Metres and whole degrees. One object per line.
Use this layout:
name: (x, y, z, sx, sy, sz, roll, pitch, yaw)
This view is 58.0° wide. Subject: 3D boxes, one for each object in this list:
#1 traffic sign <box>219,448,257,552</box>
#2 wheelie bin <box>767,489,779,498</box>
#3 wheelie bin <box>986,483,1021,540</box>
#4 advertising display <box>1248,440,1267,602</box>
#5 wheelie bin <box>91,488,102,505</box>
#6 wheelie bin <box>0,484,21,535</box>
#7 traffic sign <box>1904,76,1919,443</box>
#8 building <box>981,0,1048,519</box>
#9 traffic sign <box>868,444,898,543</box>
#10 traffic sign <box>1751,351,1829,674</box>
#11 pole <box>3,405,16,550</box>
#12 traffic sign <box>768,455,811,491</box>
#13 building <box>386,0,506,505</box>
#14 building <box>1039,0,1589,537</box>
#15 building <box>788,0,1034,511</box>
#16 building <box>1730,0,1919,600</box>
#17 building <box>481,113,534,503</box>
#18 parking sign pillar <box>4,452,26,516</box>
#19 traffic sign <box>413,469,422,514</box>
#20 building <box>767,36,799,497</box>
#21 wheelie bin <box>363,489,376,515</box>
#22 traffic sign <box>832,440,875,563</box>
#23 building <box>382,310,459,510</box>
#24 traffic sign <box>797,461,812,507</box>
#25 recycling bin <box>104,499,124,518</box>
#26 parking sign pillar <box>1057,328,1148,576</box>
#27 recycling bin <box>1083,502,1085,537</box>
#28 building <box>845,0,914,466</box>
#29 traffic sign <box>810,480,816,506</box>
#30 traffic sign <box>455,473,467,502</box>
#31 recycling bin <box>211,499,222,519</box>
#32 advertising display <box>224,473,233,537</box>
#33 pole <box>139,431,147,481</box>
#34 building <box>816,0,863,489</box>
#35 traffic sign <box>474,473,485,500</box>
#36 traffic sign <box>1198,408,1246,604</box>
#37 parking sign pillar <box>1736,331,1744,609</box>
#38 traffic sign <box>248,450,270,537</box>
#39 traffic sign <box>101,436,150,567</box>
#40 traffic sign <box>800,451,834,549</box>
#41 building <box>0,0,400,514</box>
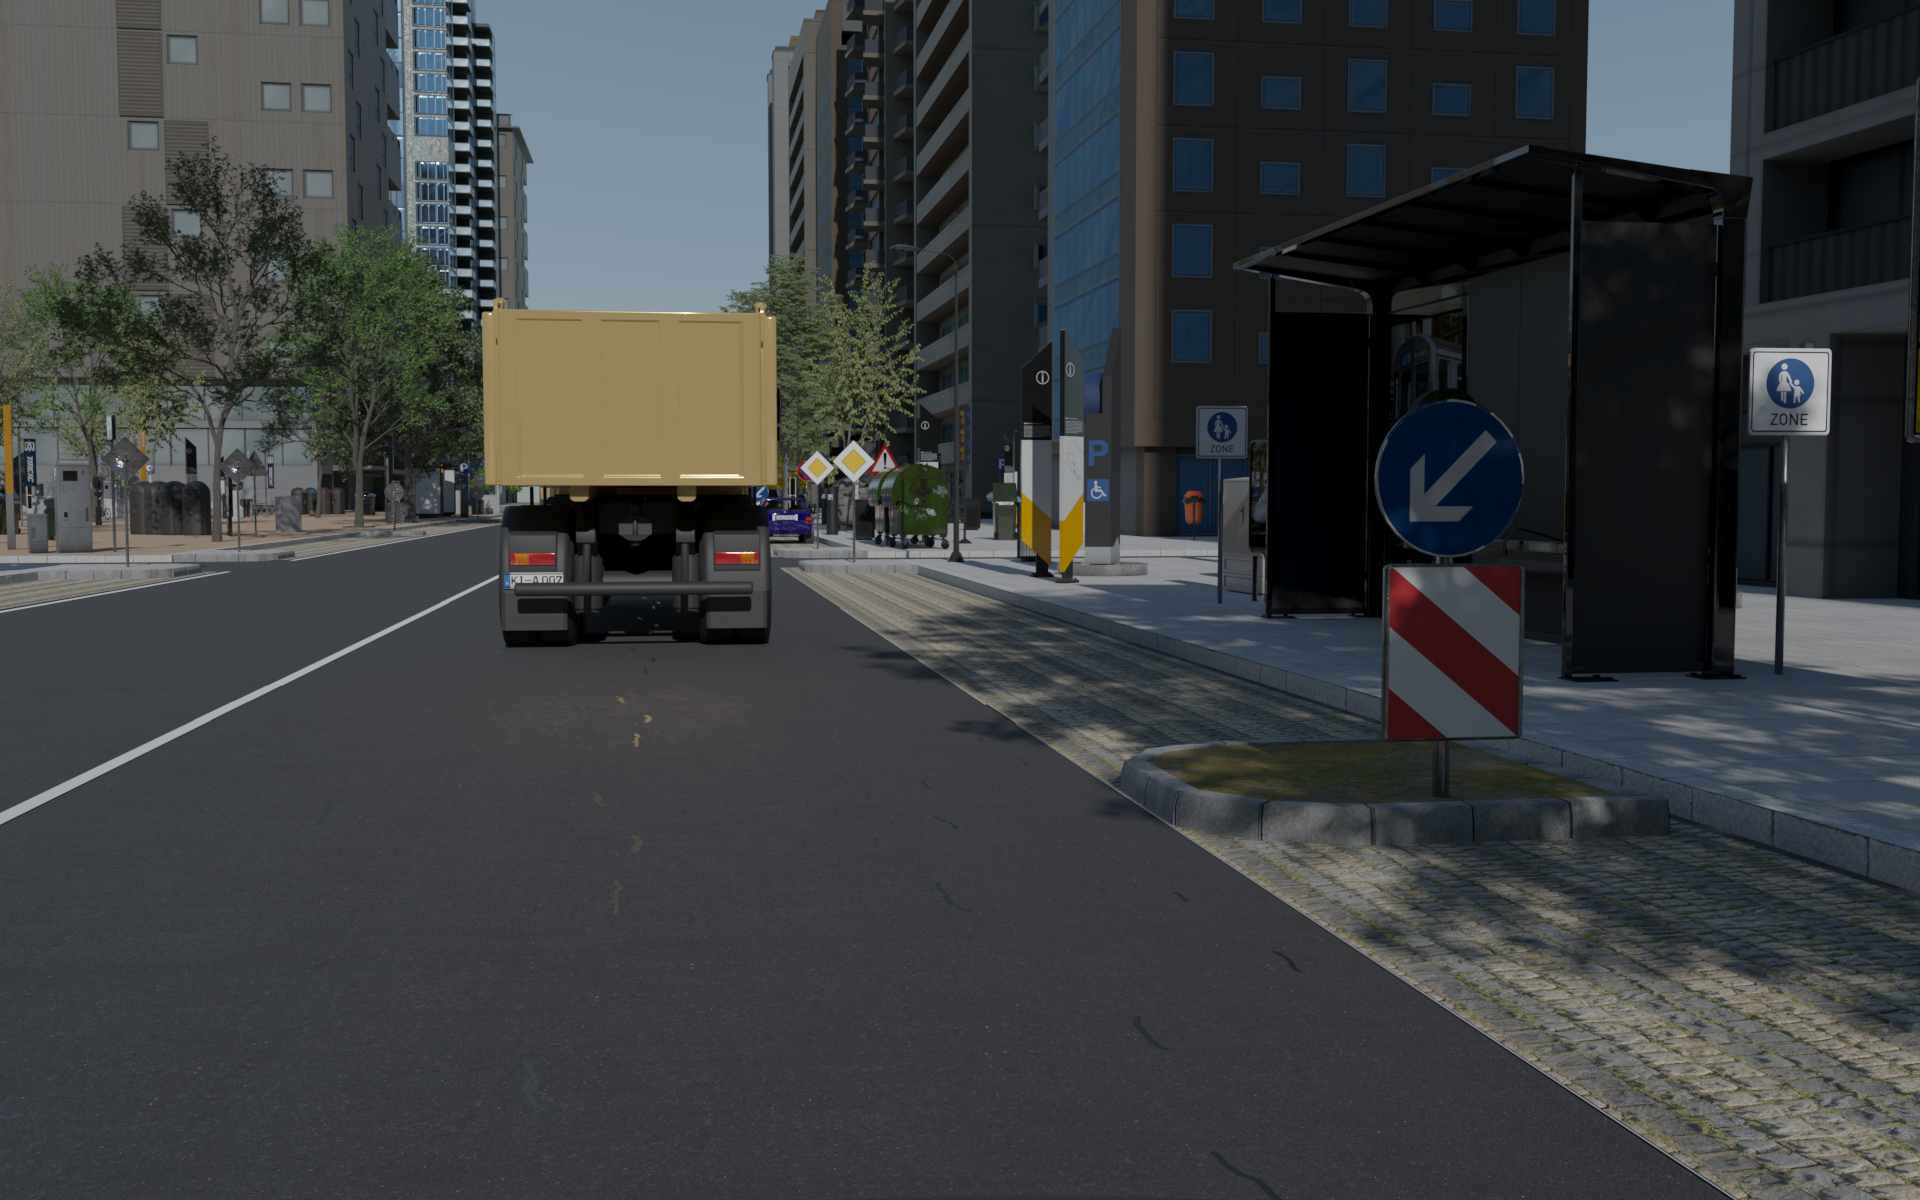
traffic sign: (-15.881, -2.108, 38.111, 0.795, 2.450, 0.064, -1, 4, -10)
wheelie bin: (-10.129, -5.163, 92.324, 0.980, 1.594, 0.693, -3, 4, -37)
wheelie bin: (1.210, -2.461, 48.142, 0.980, 1.594, 0.693, 0, 4, -6)
advertising display: (3.734, -0.924, 20.319, 0.123, 1.923, 0.974, -2, 4, -28)
wheelie bin: (-47.634, -5.331, 95.072, 0.693, 1.594, 0.980, 2, 4, 26)
wheelie bin: (-30.059, -2.852, 54.546, 0.693, 1.594, 0.980, 0, 4, -5)
traffic sign: (5.758, -0.899, 8.569, 2.265, 3.308, 0.079, 0, 4, -3)
building: (9.361, -29.118, 99.783, 21.300, 48.544, 21.600, -1, 4, -10)
traffic sign: (-1.958, -2.774, 45.353, 0.884, 2.594, 0.081, 0, 4, -2)
traffic sign: (5.826, -0.619, 12.255, 0.606, 2.300, 0.079, 0, 4, -7)
pole: (-21.819, -2.808, 39.754, 0.158, 3.312, 0.155, 0, 3, 0)
traffic sign: (-8.912, -5.911, 90.515, 2.265, 3.308, 0.079, 0, 4, -7)
building: (-67.375, -55.024, 212.309, 22.319, 86.520, 31.000, -1, 4, -10)
building: (11.018, -24.947, 57.986, 14.200, 45.320, 14.600, -1, 4, -10)
building: (-5.609, -33.580, 172.733, 21.300, 48.544, 21.600, -1, 4, -10)
building: (21.383, -35.332, 15.927, 20.563, 71.187, 20.611, -1, 4, -10)
building: (-74.745, -39.906, 241.705, 28.713, 52.752, 27.495, -1, 4, -10)
parking sign pillar: (-56.350, -7.040, 103.574, 1.447, 3.967, 1.447, -1, 4, -21)
traffic sign: (-27.322, -5.300, 86.766, 0.768, 2.556, 0.104, -1, 4, -9)
building: (-15.003, -42.169, 231.466, 21.231, 58.520, 28.212, -1, 4, -10)
wheelie bin: (-35.736, -5.916, 104.634, 0.980, 1.594, 0.693, 1, 4, 9)
traffic sign: (-1.983, -1.754, 32.326, 0.795, 2.450, 0.064, -1, 4, -10)
building: (-59.369, -18.637, 149.753, 27.650, 21.520, 28.899, -1, 4, -10)
traffic sign: (-5.893, -4.078, 66.777, 0.768, 2.556, 0.104, -1, 4, -9)
recycling bin: (-45.159, -4.885, 92.418, 0.722, 1.027, 0.722, 0, 4, 3)
parking sign pillar: (2.278, -2.390, 27.557, 1.447, 3.967, 1.447, 1, 4, 12)
recycling bin: (3.938, -2.438, 52.418, 0.722, 1.027, 0.722, -1, 4, -10)
building: (2.754, -29.337, 134.291, 22.147, 44.769, 28.867, -1, 4, -10)
traffic sign: (-7.847, -5.569, 91.050, 0.884, 2.594, 0.081, 0, 4, -5)
traffic sign: (-30.159, -6.395, 104.666, 0.768, 2.556, 0.104, 0, 4, -1)
recycling bin: (-39.252, -4.806, 91.127, 0.722, 1.027, 0.722, 0, 4, 6)
advertising display: (-22.214, -2.900, 52.626, 0.123, 1.923, 0.974, -2, 4, -30)
pole: (-26.346, -3.794, 55.867, 0.158, 3.312, 0.155, 0, 3, 0)
building: (-5.232, -30.864, 154.729, 14.600, 45.320, 14.200, -1, 4, -10)
traffic sign: (-29.232, -6.447, 105.513, 0.768, 2.556, 0.104, 0, 4, -6)
traffic sign: (3.041, -1.106, 20.210, 0.606, 2.300, 0.079, 0, 4, -7)
parking sign pillar: (8.196, -1.914, 19.772, 1.447, 3.967, 1.447, -2, 4, -35)
traffic sign: (-21.025, -3.158, 51.640, 0.884, 2.594, 0.081, 0, 4, -2)
traffic sign: (-14.554, -1.627, 30.237, 0.795, 2.450, 0.064, -1, 4, -10)
traffic sign: (-3.309, -2.236, 40.201, 0.795, 2.450, 0.064, -1, 4, -10)
building: (-54.615, -32.527, 121.059, 28.713, 52.752, 27.495, -1, 4, -10)
